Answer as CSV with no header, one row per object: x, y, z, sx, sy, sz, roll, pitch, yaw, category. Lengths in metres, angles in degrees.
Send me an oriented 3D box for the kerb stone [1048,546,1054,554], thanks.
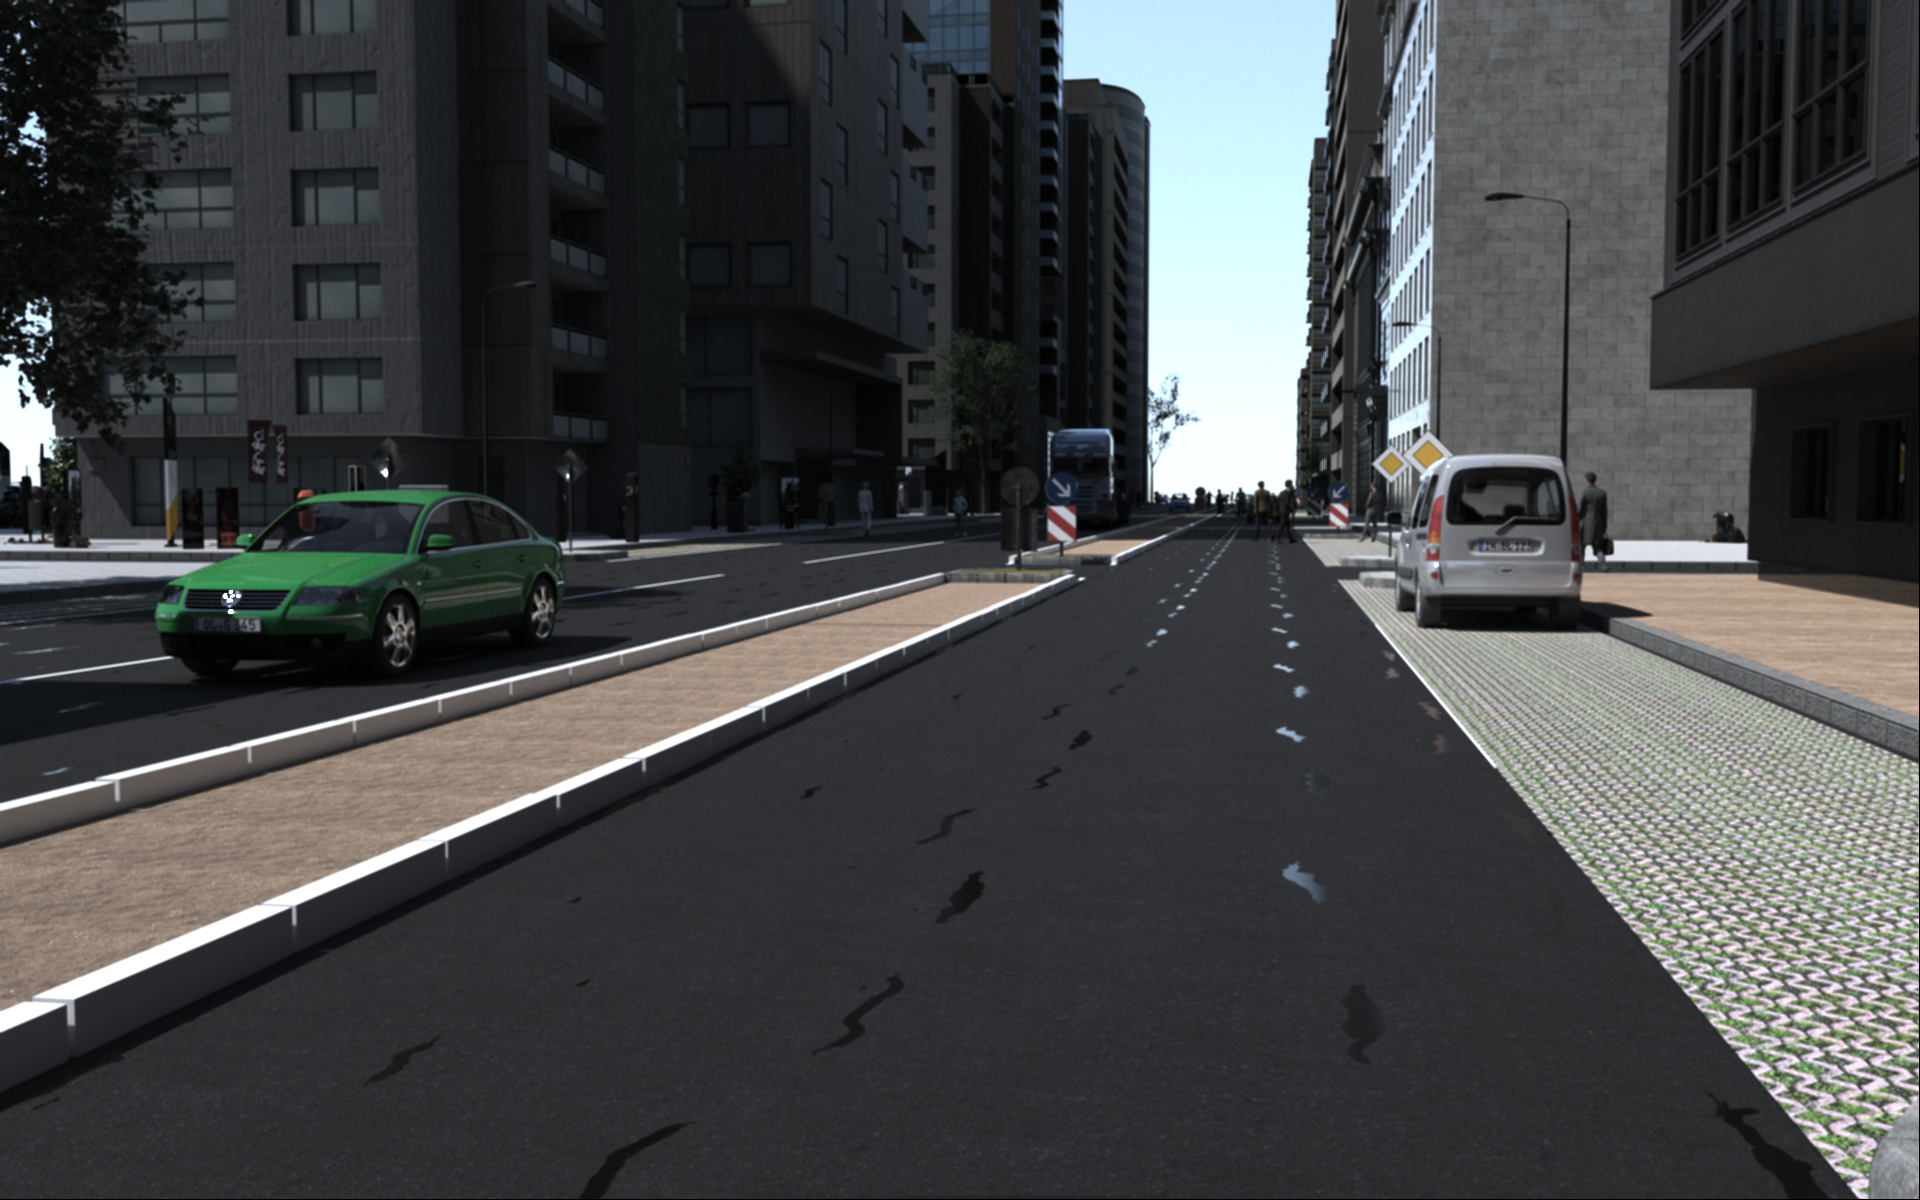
2.044,-1.162,41.196,0.120,0.150,1.000,1,4,10,kerb stone

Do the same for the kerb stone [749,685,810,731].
-1.151,0.687,10.965,0.120,0.150,1.000,1,4,10,kerb stone

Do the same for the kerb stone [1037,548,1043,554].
1.698,-1.039,39.181,0.120,0.150,1.000,1,4,10,kerb stone

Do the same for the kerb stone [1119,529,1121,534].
5.434,-2.330,60.384,0.120,0.150,1.000,1,4,10,kerb stone

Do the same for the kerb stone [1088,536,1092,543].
3.658,-1.718,50.288,0.120,0.150,1.000,1,4,10,kerb stone

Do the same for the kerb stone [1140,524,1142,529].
7.216,-2.953,70.473,0.120,0.150,1.000,1,4,10,kerb stone

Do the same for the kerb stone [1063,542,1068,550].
2.581,-1.345,44.237,0.120,0.150,1.000,1,4,10,kerb stone

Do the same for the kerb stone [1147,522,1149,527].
7.924,-3.200,74.507,0.120,0.150,1.000,1,4,10,kerb stone

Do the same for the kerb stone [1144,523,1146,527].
7.565,-3.076,72.487,0.120,0.150,1.000,1,4,10,kerb stone

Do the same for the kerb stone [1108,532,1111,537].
4.719,-2.088,56.340,0.120,0.150,1.000,1,4,10,kerb stone

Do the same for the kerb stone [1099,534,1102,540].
4.184,-1.904,53.319,0.120,0.150,1.000,1,4,10,kerb stone

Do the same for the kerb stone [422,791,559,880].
-1.869,0.934,6.918,0.120,0.150,1.000,1,4,10,kerb stone

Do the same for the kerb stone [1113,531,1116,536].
5.074,-2.211,58.365,0.120,0.150,1.000,1,4,10,kerb stone

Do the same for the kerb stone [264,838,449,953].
-2.044,0.996,5.909,0.120,0.150,1.000,1,4,10,kerb stone

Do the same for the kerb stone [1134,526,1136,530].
6.673,-2.764,67.453,0.120,0.150,1.000,1,4,10,kerb stone

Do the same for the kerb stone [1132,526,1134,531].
6.500,-2.706,66.446,0.120,0.150,1.000,1,4,10,kerb stone

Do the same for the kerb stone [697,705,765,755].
-1.334,0.755,9.951,0.120,0.150,1.000,1,4,10,kerb stone

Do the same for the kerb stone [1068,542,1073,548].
2.767,-1.403,45.249,0.120,0.150,1.000,1,4,10,kerb stone

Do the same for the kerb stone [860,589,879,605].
-1.257,-0.017,22.474,0.120,0.150,1.000,1,4,10,kerb stone

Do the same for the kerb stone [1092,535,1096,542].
3.831,-1.775,51.296,0.120,0.150,1.000,1,4,10,kerb stone

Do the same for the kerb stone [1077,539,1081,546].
3.121,-1.529,47.262,0.120,0.150,1.000,1,4,10,kerb stone

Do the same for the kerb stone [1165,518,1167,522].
10.231,-4.001,87.613,0.120,0.150,1.000,1,4,10,kerb stone

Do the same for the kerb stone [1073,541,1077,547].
2.943,-1.472,46.255,0.120,0.150,1.000,1,4,10,kerb stone

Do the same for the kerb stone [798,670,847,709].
-0.976,0.625,11.972,0.120,0.150,1.000,1,4,10,kerb stone

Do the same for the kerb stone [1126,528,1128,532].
5.968,-2.520,63.415,0.120,0.150,1.000,1,4,10,kerb stone

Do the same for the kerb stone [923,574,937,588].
-0.544,-0.263,26.504,0.120,0.150,1.000,1,4,10,kerb stone

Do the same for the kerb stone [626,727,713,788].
-1.502,0.811,8.929,0.120,0.150,1.000,1,4,10,kerb stone

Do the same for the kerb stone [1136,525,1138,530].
6.853,-2.828,68.462,0.120,0.150,1.000,1,4,10,kerb stone

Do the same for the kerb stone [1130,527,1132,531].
6.322,-2.644,65.428,0.120,0.150,1.000,1,4,10,kerb stone

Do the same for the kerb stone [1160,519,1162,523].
9.522,-3.752,83.587,0.120,0.150,1.000,1,4,10,kerb stone

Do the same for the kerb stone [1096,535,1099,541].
4.012,-1.842,52.311,0.120,0.150,1.000,1,4,10,kerb stone

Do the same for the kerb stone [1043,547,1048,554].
1.869,-1.101,40.189,0.120,0.150,1.000,1,4,10,kerb stone

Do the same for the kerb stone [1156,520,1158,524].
8.982,-3.570,80.567,0.120,0.150,1.000,1,4,10,kerb stone

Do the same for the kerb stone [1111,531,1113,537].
4.891,-2.150,57.351,0.120,0.150,1.000,1,4,10,kerb stone

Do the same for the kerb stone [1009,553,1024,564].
1.150,-0.850,36.126,0.120,0.150,1.000,1,4,10,kerb stone

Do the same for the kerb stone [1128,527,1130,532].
6.146,-2.582,64.422,0.120,0.150,1.000,1,4,10,kerb stone

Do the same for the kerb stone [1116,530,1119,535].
5.250,-2.274,59.376,0.120,0.150,1.000,1,4,10,kerb stone

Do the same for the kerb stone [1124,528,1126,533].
5.784,-2.459,62.407,0.120,0.150,1.000,1,4,10,kerb stone

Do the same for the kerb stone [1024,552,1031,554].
1.334,-0.914,37.143,0.120,0.150,1.000,1,4,10,kerb stone

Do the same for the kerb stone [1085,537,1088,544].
3.470,-1.655,49.284,0.120,0.150,1.000,1,4,10,kerb stone

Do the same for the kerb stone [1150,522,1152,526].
8.272,-3.323,76.538,0.120,0.150,1.000,1,4,10,kerb stone

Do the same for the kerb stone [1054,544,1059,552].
2.225,-1.224,42.208,0.120,0.150,1.000,1,4,10,kerb stone

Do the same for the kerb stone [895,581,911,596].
-0.895,-0.136,24.487,0.120,0.150,1.000,1,4,10,kerb stone

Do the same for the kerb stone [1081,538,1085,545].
3.294,-1.595,48.269,0.120,0.150,1.000,1,4,10,kerb stone

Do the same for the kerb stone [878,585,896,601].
-1.070,-0.076,23.480,0.120,0.150,1.000,1,4,10,kerb stone

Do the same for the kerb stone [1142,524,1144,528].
7.384,-3.014,71.482,0.120,0.150,1.000,1,4,10,kerb stone

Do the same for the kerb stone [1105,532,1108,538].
4.541,-2.024,55.334,0.120,0.150,1.000,1,4,10,kerb stone

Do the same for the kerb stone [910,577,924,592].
-0.719,-0.202,25.494,0.120,0.150,1.000,1,4,10,kerb stone

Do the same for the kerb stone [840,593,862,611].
-1.425,0.045,21.456,0.120,0.150,1.000,1,4,10,kerb stone

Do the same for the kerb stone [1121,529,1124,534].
5.612,-2.398,61.400,0.120,0.150,1.000,1,4,10,kerb stone

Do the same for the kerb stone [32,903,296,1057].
-2.220,1.058,4.902,0.120,0.150,1.000,1,4,10,kerb stone

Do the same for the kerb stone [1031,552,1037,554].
1.516,-0.976,38.158,0.120,0.150,1.000,1,4,10,kerb stone

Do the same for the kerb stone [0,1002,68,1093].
-2.401,1.125,3.896,0.120,0.150,1.000,1,4,10,kerb stone

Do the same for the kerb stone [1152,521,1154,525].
8.459,-3.384,77.545,0.120,0.150,1.000,1,4,10,kerb stone

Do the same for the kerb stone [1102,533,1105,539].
4.365,-1.965,54.327,0.120,0.150,1.000,1,4,10,kerb stone

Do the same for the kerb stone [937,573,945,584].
-0.369,-0.326,27.524,0.120,0.150,1.000,1,4,10,kerb stone

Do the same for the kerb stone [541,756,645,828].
-1.687,0.878,7.924,0.120,0.150,1.000,1,4,10,kerb stone

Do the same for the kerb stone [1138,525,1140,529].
7.033,-2.890,69.468,0.120,0.150,1.000,1,4,10,kerb stone
